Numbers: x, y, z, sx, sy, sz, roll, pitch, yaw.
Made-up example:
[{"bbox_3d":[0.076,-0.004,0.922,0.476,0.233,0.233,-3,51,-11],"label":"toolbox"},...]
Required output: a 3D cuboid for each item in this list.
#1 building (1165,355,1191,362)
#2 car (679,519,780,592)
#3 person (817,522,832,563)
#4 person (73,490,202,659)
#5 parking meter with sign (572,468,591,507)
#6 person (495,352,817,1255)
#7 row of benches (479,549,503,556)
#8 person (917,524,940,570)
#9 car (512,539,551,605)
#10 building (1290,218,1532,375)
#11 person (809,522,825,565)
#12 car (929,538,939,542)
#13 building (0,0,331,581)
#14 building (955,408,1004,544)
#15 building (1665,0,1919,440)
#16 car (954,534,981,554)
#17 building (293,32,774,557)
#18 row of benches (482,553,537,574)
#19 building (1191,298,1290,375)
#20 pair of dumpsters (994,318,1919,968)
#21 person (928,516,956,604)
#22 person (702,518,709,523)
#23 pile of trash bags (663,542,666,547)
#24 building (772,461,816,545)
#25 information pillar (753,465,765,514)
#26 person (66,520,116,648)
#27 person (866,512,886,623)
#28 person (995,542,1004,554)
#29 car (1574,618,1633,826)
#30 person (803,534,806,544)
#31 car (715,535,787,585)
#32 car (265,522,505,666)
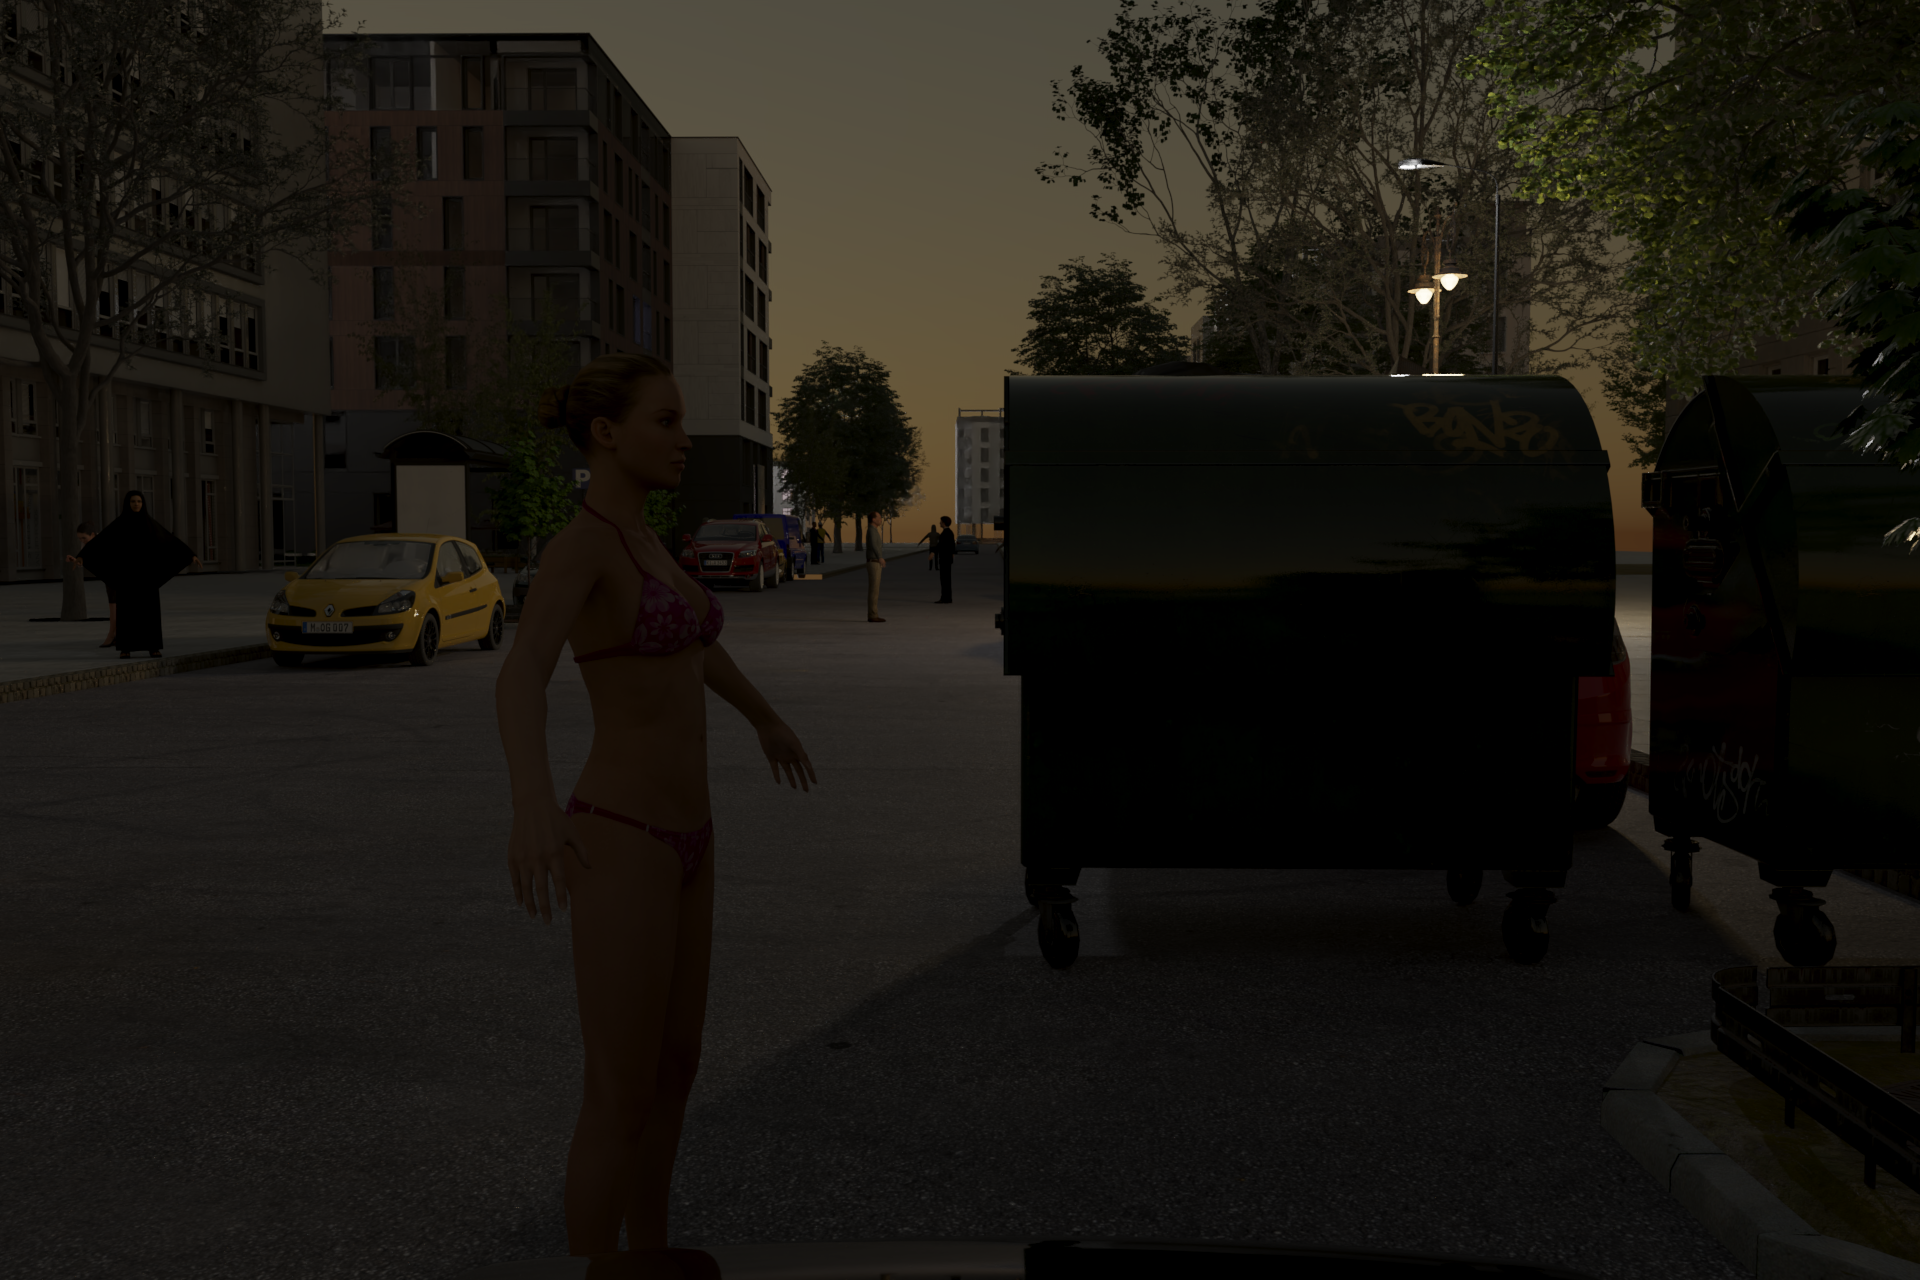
[{"bbox_3d":[28.565,-19.167,179.837,16.747,18.905,31.486,0,4,2],"label":"building"},{"bbox_3d":[-5.845,-2.179,44.294,2.281,1.827,5.304,0,4,1],"label":"car"},{"bbox_3d":[-6.214,-4.332,76.792,1.349,1.833,0.705,-3,4,-39],"label":"person"},{"bbox_3d":[-8.480,-0.678,17.871,1.214,1.737,0.721,-2,4,-32],"label":"person"},{"bbox_3d":[-9.977,-3.089,46.771,0.543,3.016,1.738,0,4,1],"label":"parking meter with sign"},{"bbox_3d":[-0.471,0.388,2.916,0.721,1.733,1.217,1,4,11],"label":"person"},{"bbox_3d":[-20.354,-3.294,69.322,4.104,0.672,1.422,-2,4,-28],"label":"row of benches"},{"bbox_3d":[-1.029,-3.650,68.260,1.348,1.813,0.705,1,4,8],"label":"person"},{"bbox_3d":[-6.594,-1.265,30.464,2.009,1.686,4.222,0,4,1],"label":"car"},{"bbox_3d":[26.315,-15.548,110.631,16.016,20.090,11.380,0,4,1],"label":"building"},{"bbox_3d":[-6.076,-4.050,72.448,0.704,1.802,1.346,2,4,27],"label":"person"},{"bbox_3d":[-1.411,-7.637,134.651,2.009,1.686,4.222,0,4,1],"label":"car"},{"bbox_3d":[-32.035,-14.295,41.326,19.016,26.051,41.698,0,4,1],"label":"building"},{"bbox_3d":[-0.177,-23.920,249.971,11.380,20.090,16.016,-1,4,-9],"label":"building"},{"bbox_3d":[26.402,-14.791,39.090,12.463,27.353,25.104,0,4,1],"label":"building"},{"bbox_3d":[0.457,-6.794,123.092,2.014,1.417,4.499,0,4,0],"label":"car"},{"bbox_3d":[-25.360,-14.891,87.437,27.936,21.610,32.646,0,4,1],"label":"building"},{"bbox_3d":[-15.082,-2.534,56.902,4.104,0.672,1.422,2,4,24],"label":"row of benches"},{"bbox_3d":[27.836,-16.298,132.937,16.747,18.905,31.486,0,4,1],"label":"building"},{"bbox_3d":[2.338,-0.073,6.147,4.436,2.255,1.574,0,4,1],"label":"pair of dumpsters"},{"bbox_3d":[-0.324,-1.659,35.770,0.705,1.806,1.347,1,4,19],"label":"person"},{"bbox_3d":[-8.882,-3.361,60.739,0.705,1.856,1.354,0,4,-4],"label":"person"},{"bbox_3d":[-9.892,-2.628,52.713,1.912,1.369,3.447,0,4,1],"label":"pile of trash bags"},{"bbox_3d":[-22.171,-16.576,213.159,9.099,9.664,28.070,0,3,0],"label":"building"},{"bbox_3d":[-6.871,-4.158,59.294,0.184,3.620,1.656,0,4,1],"label":"information pillar"},{"bbox_3d":[-9.712,-0.633,19.585,0.628,1.438,0.799,-1,4,-21],"label":"person"},{"bbox_3d":[-1.370,-1.190,28.184,0.705,1.796,1.348,0,4,-6],"label":"person"},{"bbox_3d":[1.607,-2.418,48.121,1.348,1.813,0.705,-2,4,-29],"label":"person"},{"bbox_3d":[2.348,-0.058,9.992,2.155,1.783,4.494,0,4,1],"label":"car"},{"bbox_3d":[-6.444,-3.713,67.436,0.721,1.740,1.216,3,5,44],"label":"person"},{"bbox_3d":[-6.011,-2.415,49.715,2.015,1.641,3.980,0,4,1],"label":"car"},{"bbox_3d":[-6.564,-0.598,20.009,2.015,1.641,3.980,0,4,1],"label":"car"}]
